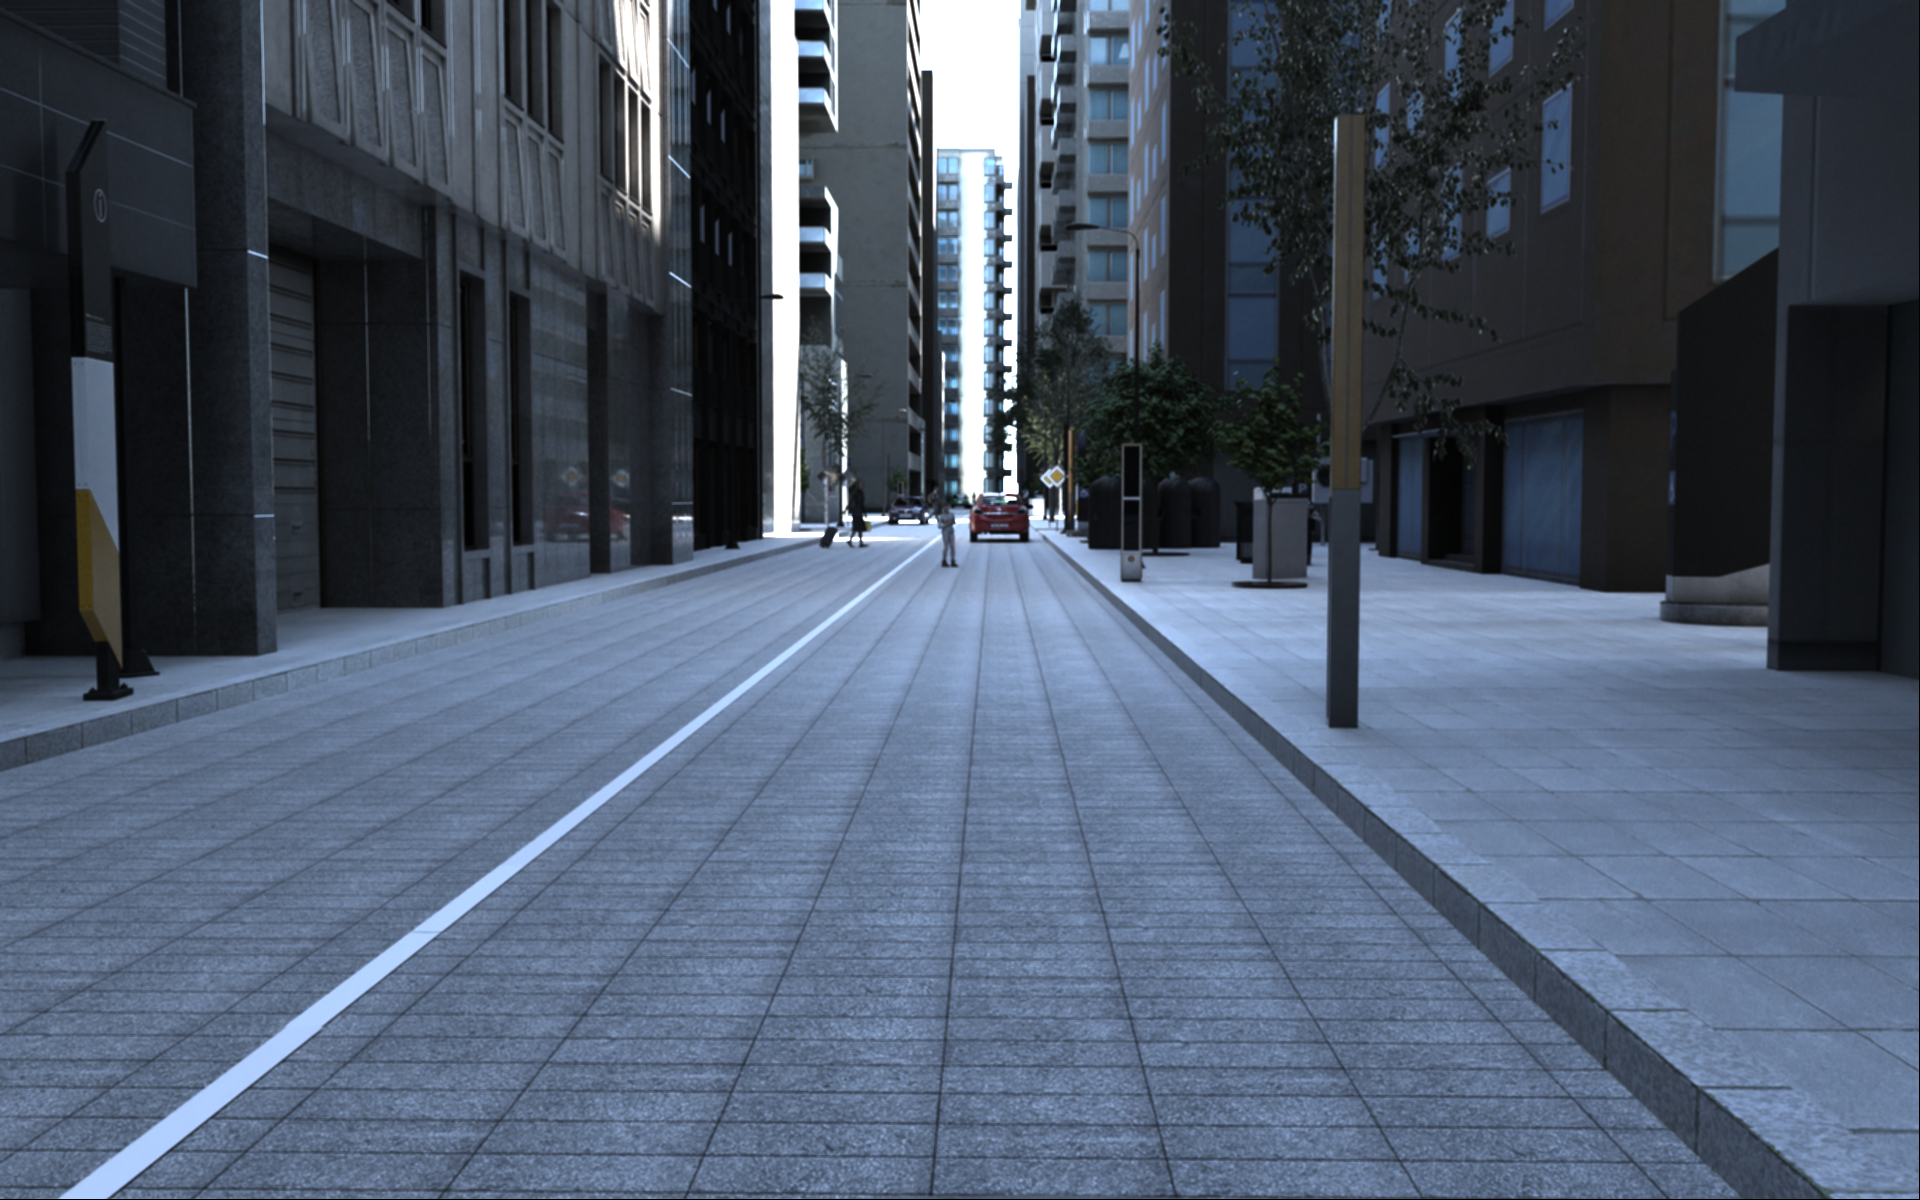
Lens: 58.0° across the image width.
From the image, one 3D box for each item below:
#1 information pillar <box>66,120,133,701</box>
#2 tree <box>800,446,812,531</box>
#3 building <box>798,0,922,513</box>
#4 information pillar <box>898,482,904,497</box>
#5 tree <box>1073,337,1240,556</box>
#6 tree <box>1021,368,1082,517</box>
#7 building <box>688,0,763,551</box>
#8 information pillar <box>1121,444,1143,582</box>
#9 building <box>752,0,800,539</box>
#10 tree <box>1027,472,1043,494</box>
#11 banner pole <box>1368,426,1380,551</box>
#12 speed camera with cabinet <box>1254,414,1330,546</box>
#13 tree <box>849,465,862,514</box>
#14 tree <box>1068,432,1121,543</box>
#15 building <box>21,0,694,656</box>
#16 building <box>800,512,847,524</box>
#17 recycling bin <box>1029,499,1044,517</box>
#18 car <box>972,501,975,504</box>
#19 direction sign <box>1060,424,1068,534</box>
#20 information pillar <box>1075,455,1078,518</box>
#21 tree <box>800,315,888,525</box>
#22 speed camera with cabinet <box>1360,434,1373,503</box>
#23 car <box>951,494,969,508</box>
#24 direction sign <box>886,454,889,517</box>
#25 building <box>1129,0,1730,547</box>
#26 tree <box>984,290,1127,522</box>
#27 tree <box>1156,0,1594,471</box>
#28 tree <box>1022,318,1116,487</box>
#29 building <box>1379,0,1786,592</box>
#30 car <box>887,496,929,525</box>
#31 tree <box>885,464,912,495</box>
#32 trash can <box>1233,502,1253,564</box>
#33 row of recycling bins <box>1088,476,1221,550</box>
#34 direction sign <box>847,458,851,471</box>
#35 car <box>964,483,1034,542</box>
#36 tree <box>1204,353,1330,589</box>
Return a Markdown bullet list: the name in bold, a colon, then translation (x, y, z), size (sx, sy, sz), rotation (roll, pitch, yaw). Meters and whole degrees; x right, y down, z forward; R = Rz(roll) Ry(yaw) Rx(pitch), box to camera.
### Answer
- **information pillar**: translation (-5.354, -1.185, 10.722), size (0.183, 3.616, 0.504), rotation (0, 4, -7)
- **tree**: translation (-5.709, -4.051, 60.828), size (1.663, 3.219, 1.824), rotation (0, 3, 0)
- **building**: translation (-13.849, -30.581, 123.708), size (21.300, 48.544, 21.600), rotation (0, 4, 1)
- **information pillar**: translation (-3.529, -6.063, 103.621), size (0.304, 2.012, 0.304), rotation (1, 4, 16)
- **tree**: translation (4.058, -3.226, 36.462), size (4.285, 4.588, 4.351), rotation (0, 3, 0)
- **tree**: translation (5.431, -8.998, 97.486), size (4.737, 8.622, 4.395), rotation (0, 3, 0)
- **building**: translation (-11.929, -12.919, 40.902), size (12.332, 23.373, 15.834), rotation (0, 4, 1)
- **information pillar**: translation (2.518, -1.277, 25.369), size (0.304, 2.012, 0.304), rotation (1, 4, 8)
- **building**: translation (-13.981, -12.171, 53.748), size (16.860, 20.320, 10.420), rotation (0, 4, 1)
- **tree**: translation (6.534, -9.262, 146.035), size (1.663, 3.219, 1.824), rotation (0, 3, 0)
- **banner pole**: translation (9.664, -3.011, 39.246), size (0.401, 3.779, 0.863), rotation (-3, 4, -36)
- **speed camera with cabinet**: translation (8.224, -2.936, 42.334), size (2.038, 3.252, 0.660), rotation (-1, 4, -16)
- **tree**: translation (-7.196, -7.229, 112.802), size (1.663, 3.219, 1.824), rotation (0, 3, 0)
- **tree**: translation (3.623, -3.128, 45.750), size (1.663, 3.219, 1.824), rotation (0, 3, 0)
- **building**: translation (-11.363, -12.536, 22.994), size (12.078, 24.808, 19.932), rotation (0, 4, 1)
- **building**: translation (-16.626, -47.443, 88.361), size (22.319, 86.520, 31.000), rotation (0, 4, 1)
- **recycling bin**: translation (4.239, -5.069, 95.430), size (0.722, 1.027, 0.722), rotation (-1, 4, -17)
- **car**: translation (1.669, -4.938, 92.534), size (2.131, 1.459, 4.920), rotation (0, 4, 3)
- **direction sign**: translation (3.418, -3.917, 56.040), size (0.379, 3.537, 0.876), rotation (1, 4, 11)
- **information pillar**: translation (6.381, -6.145, 91.827), size (0.504, 3.616, 0.183), rotation (0, 4, -7)
- **tree**: translation (-5.346, -7.449, 72.151), size (4.360, 8.622, 3.978), rotation (0, 3, 0)
- **speed camera with cabinet**: translation (10.837, -3.042, 44.073), size (2.038, 3.252, 0.660), rotation (0, 4, 6)
- **car**: translation (0.022, -10.286, 176.972), size (1.959, 1.807, 4.718), rotation (0, 4, 2)
- **direction sign**: translation (-4.066, -6.533, 98.819), size (0.379, 3.537, 0.876), rotation (0, 4, -1)
- **building**: translation (12.476, -24.520, 51.015), size (14.600, 45.320, 14.200), rotation (0, 4, 1)
- **tree**: translation (4.511, -8.847, 79.063), size (7.601, 10.594, 8.767), rotation (1, 4, 22)
- **tree**: translation (3.948, -4.108, 17.521), size (4.360, 8.622, 3.978), rotation (0, 3, 0)
- **tree**: translation (4.801, -7.423, 71.728), size (4.360, 8.622, 3.978), rotation (0, 3, 0)
- **building**: translation (15.103, -23.098, 27.759), size (14.600, 45.320, 14.200), rotation (0, 4, 1)
- **car**: translation (-2.413, -4.232, 81.769), size (1.945, 1.354, 3.894), rotation (0, 4, 3)
- **tree**: translation (-4.080, -7.196, 112.249), size (1.663, 3.219, 1.824), rotation (0, 3, 0)
- **trash can**: translation (5.441, -1.254, 32.152), size (0.748, 1.137, 0.748), rotation (0, 3, 0)
- **row of recycling bins**: translation (4.672, -2.075, 41.043), size (3.534, 1.692, 1.069), rotation (-2, 4, -28)
- **direction sign**: translation (-7.161, -7.172, 109.256), size (0.379, 3.537, 0.876), rotation (2, 4, 33)
- **car**: translation (1.196, -2.696, 53.119), size (2.155, 1.783, 4.494), rotation (0, 4, 1)
- **tree**: translation (4.411, -1.788, 23.835), size (1.663, 3.219, 1.824), rotation (0, 3, 0)
